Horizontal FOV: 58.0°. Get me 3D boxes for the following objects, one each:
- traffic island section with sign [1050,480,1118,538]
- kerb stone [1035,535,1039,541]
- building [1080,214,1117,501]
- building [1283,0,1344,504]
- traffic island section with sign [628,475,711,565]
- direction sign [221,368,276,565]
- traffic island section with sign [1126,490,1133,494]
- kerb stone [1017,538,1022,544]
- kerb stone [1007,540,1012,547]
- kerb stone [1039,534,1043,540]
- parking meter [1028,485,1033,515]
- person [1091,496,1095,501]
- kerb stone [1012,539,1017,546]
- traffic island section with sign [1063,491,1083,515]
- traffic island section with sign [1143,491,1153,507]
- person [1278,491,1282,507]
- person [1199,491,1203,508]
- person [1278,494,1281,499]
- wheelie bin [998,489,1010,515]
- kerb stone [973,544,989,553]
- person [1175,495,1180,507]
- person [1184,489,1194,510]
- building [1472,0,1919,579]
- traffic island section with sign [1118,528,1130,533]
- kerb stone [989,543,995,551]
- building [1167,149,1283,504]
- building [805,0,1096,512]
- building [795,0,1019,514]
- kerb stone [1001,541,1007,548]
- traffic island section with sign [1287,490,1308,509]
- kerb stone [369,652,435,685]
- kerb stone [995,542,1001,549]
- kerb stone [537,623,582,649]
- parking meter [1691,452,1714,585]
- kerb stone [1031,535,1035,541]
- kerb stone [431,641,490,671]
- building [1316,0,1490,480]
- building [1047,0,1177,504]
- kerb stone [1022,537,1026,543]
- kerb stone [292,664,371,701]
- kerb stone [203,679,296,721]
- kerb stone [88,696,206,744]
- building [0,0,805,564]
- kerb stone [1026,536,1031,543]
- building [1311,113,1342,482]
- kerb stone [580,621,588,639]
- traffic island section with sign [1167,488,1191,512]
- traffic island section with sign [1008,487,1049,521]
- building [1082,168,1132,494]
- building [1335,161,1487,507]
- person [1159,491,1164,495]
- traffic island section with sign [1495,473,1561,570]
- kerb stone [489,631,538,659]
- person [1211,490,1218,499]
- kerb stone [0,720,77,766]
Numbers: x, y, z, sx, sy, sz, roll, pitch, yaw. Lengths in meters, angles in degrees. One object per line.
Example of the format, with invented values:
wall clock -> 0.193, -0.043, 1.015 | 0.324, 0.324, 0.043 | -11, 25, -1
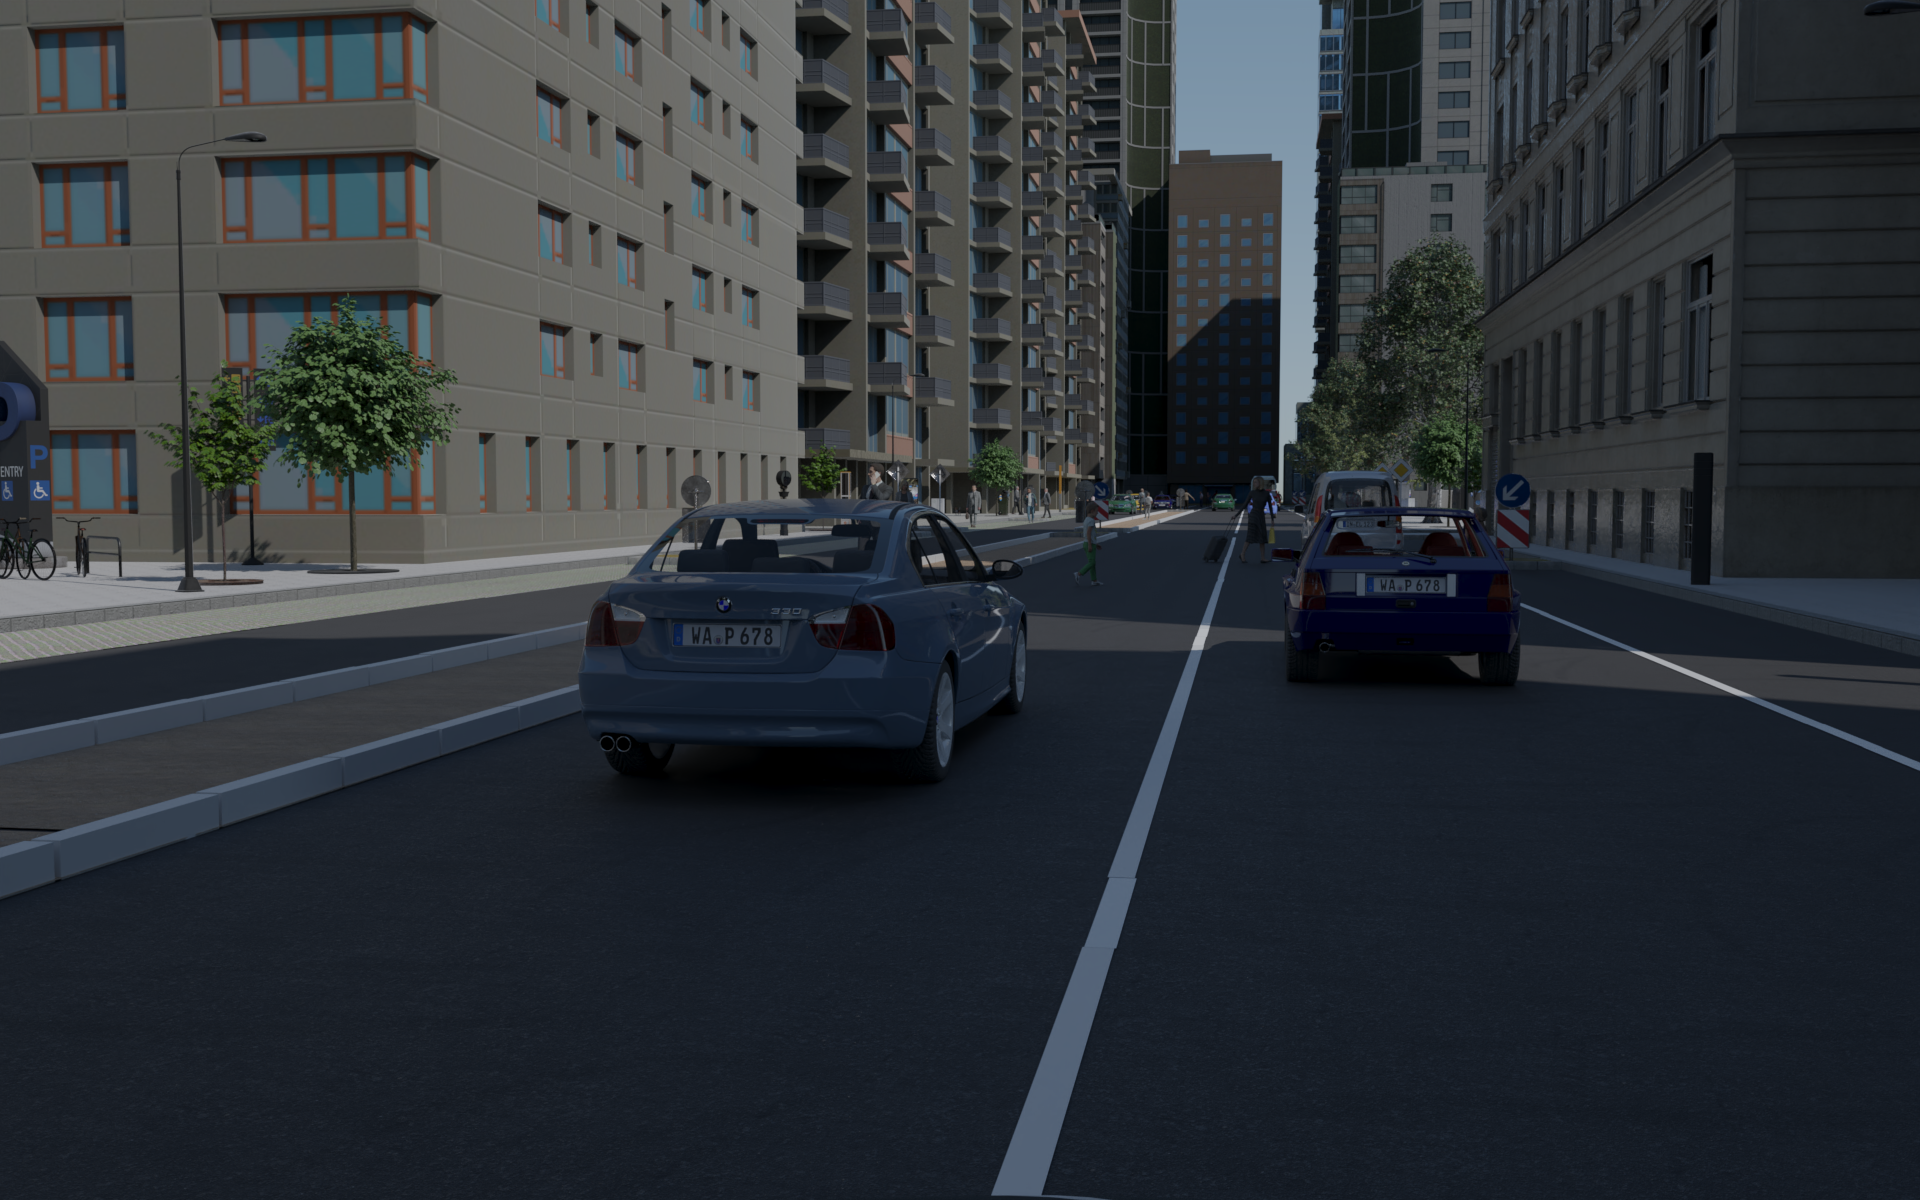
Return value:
traffic island section with sign -> 4.092, -3.026, 57.608 | 2.006, 1.907, 1.989 | 1, 4, 9
kerb stone -> 2.212, -1.871, 52.790 | 0.120, 0.150, 1.000 | 1, 4, 9
building -> 8.507, -24.860, 178.161 | 14.160, 30.474, 14.107 | 1, 4, 9
building -> 58.521, -55.898, 226.598 | 31.000, 86.520, 22.319 | 1, 4, 9
traffic island section with sign -> -5.572, -1.655, 35.691 | 1.989, 1.847, 2.006 | 1, 4, 9
direction sign -> -12.788, -2.398, 31.207 | 0.876, 3.537, 0.379 | -2, 4, -26
traffic island section with sign -> 16.421, -9.718, 167.509 | 1.989, 1.847, 2.006 | 1, 4, 9
kerb stone -> 1.537, -1.624, 48.752 | 0.120, 0.150, 1.000 | 1, 4, 9
kerb stone -> 1.201, -1.501, 46.730 | 0.120, 0.150, 1.000 | 1, 4, 9
kerb stone -> 2.380, -1.933, 53.798 | 0.120, 0.150, 1.000 | 1, 4, 9
parking meter -> 4.434, -6.306, 108.806 | 0.255, 1.863, 0.399 | 0, 4, -4
person -> 11.660, -8.930, 152.713 | 0.621, 1.740, 0.551 | -2, 4, -30
kerb stone -> 1.367, -1.563, 47.744 | 0.120, 0.150, 1.000 | 1, 4, 9
traffic island section with sign -> 8.106, -6.668, 117.653 | 1.989, 1.847, 2.006 | 1, 4, 9
traffic island section with sign -> 20.905, -11.363, 194.406 | 1.989, 1.847, 2.006 | 1, 4, 9
person -> 35.572, -11.286, 193.574 | 0.990, 1.755, 0.434 | 0, 4, -6
person -> 25.441, -10.613, 182.955 | 0.436, 1.711, 0.756 | 1, 4, 12
person -> 29.367, -9.276, 160.722 | 0.990, 1.755, 0.434 | 2, 4, 32
wheelie bin -> 2.636, -5.935, 104.937 | 0.693, 1.594, 0.980 | 1, 4, 10
kerb stone -> 0.521, -1.253, 42.678 | 0.120, 0.150, 1.000 | 1, 4, 9
person -> 24.474, -11.371, 194.941 | 0.721, 1.766, 1.217 | -1, 4, -15
person -> 18.735, -8.253, 143.451 | 1.348, 1.823, 0.705 | 1, 4, 18
building -> 21.205, -12.564, 38.705 | 16.112, 22.955, 30.059 | 1, 4, 9
traffic island section with sign -> 5.320, -3.473, 64.912 | 2.006, 1.907, 1.989 | 1, 4, 9
kerb stone -> 0.692, -1.312, 43.689 | 0.120, 0.150, 1.000 | 1, 4, 9
building -> 34.823, -35.327, 227.702 | 14.200, 45.320, 14.600 | 1, 4, 9
building -> 0.623, -30.744, 157.293 | 22.147, 44.769, 28.867 | 1, 4, 9
building -> -4.244, -28.811, 125.684 | 22.147, 44.769, 28.867 | 1, 4, 9
kerb stone -> 1.039, -1.439, 45.721 | 0.120, 0.150, 1.000 | 1, 4, 9
traffic island section with sign -> 32.272, -9.499, 163.932 | 1.989, 1.847, 2.006 | 1, 4, 9
kerb stone -> -4.369, 0.545, 13.385 | 0.120, 0.150, 1.000 | 1, 4, 9
kerb stone -> 0.861, -1.377, 44.706 | 0.120, 0.150, 1.000 | 1, 4, 9
kerb stone -> -3.859, 0.354, 16.416 | 0.120, 0.150, 1.000 | 1, 4, 9
parking meter -> 10.520, -1.152, 24.550 | 0.255, 1.863, 0.399 | 2, 4, 24
kerb stone -> 2.047, -1.809, 51.782 | 0.120, 0.150, 1.000 | 1, 4, 9
kerb stone -> -4.204, 0.477, 14.396 | 0.120, 0.150, 1.000 | 1, 4, 9
building -> 46.276, -44.786, 170.502 | 20.563, 71.187, 20.611 | 1, 4, 9
building -> 18.144, -48.590, 232.700 | 20.611, 71.187, 20.563 | 1, 4, 9
kerb stone -> 1.702, -1.686, 49.765 | 0.120, 0.150, 1.000 | 1, 4, 9
kerb stone -> -4.531, 0.601, 12.372 | 0.120, 0.150, 1.000 | 1, 4, 9
kerb stone -> -4.701, 0.665, 11.354 | 0.120, 0.150, 1.000 | 1, 4, 9
kerb stone -> -4.875, 0.725, 10.344 | 0.120, 0.150, 1.000 | 1, 4, 9
building -> -21.792, -12.354, 47.035 | 28.899, 21.520, 27.650 | 1, 4, 9
kerb stone -> 1.877, -1.746, 50.772 | 0.120, 0.150, 1.000 | 1, 4, 9
building -> 51.305, -33.081, 195.505 | 22.147, 44.769, 28.867 | 1, 4, 9
kerb stone -> -3.693, 0.292, 17.424 | 0.120, 0.150, 1.000 | 1, 4, 9
traffic island section with sign -> 17.678, -8.006, 139.032 | 2.006, 1.907, 1.989 | 1, 4, 9
traffic island section with sign -> 3.658, -5.041, 91.042 | 1.989, 1.847, 2.006 | 1, 4, 9
building -> 7.481, -31.158, 201.313 | 23.993, 40.220, 32.217 | 1, 4, 9
building -> 40.685, -23.441, 154.967 | 14.160, 30.474, 14.107 | 1, 4, 9
person -> 21.736, -10.859, 186.773 | 1.217, 1.736, 0.721 | 1, 4, 11
traffic island section with sign -> 10.548, -1.538, 33.774 | 1.989, 1.847, 2.006 | 1, 4, 9
kerb stone -> -4.033, 0.416, 15.405 | 0.120, 0.150, 1.000 | 1, 4, 9
person -> 27.237, -10.722, 183.773 | 1.348, 1.831, 0.705 | 3, 4, 38
kerb stone -> -5.046, 0.787, 9.332 | 0.120, 0.150, 1.000 | 1, 4, 9
